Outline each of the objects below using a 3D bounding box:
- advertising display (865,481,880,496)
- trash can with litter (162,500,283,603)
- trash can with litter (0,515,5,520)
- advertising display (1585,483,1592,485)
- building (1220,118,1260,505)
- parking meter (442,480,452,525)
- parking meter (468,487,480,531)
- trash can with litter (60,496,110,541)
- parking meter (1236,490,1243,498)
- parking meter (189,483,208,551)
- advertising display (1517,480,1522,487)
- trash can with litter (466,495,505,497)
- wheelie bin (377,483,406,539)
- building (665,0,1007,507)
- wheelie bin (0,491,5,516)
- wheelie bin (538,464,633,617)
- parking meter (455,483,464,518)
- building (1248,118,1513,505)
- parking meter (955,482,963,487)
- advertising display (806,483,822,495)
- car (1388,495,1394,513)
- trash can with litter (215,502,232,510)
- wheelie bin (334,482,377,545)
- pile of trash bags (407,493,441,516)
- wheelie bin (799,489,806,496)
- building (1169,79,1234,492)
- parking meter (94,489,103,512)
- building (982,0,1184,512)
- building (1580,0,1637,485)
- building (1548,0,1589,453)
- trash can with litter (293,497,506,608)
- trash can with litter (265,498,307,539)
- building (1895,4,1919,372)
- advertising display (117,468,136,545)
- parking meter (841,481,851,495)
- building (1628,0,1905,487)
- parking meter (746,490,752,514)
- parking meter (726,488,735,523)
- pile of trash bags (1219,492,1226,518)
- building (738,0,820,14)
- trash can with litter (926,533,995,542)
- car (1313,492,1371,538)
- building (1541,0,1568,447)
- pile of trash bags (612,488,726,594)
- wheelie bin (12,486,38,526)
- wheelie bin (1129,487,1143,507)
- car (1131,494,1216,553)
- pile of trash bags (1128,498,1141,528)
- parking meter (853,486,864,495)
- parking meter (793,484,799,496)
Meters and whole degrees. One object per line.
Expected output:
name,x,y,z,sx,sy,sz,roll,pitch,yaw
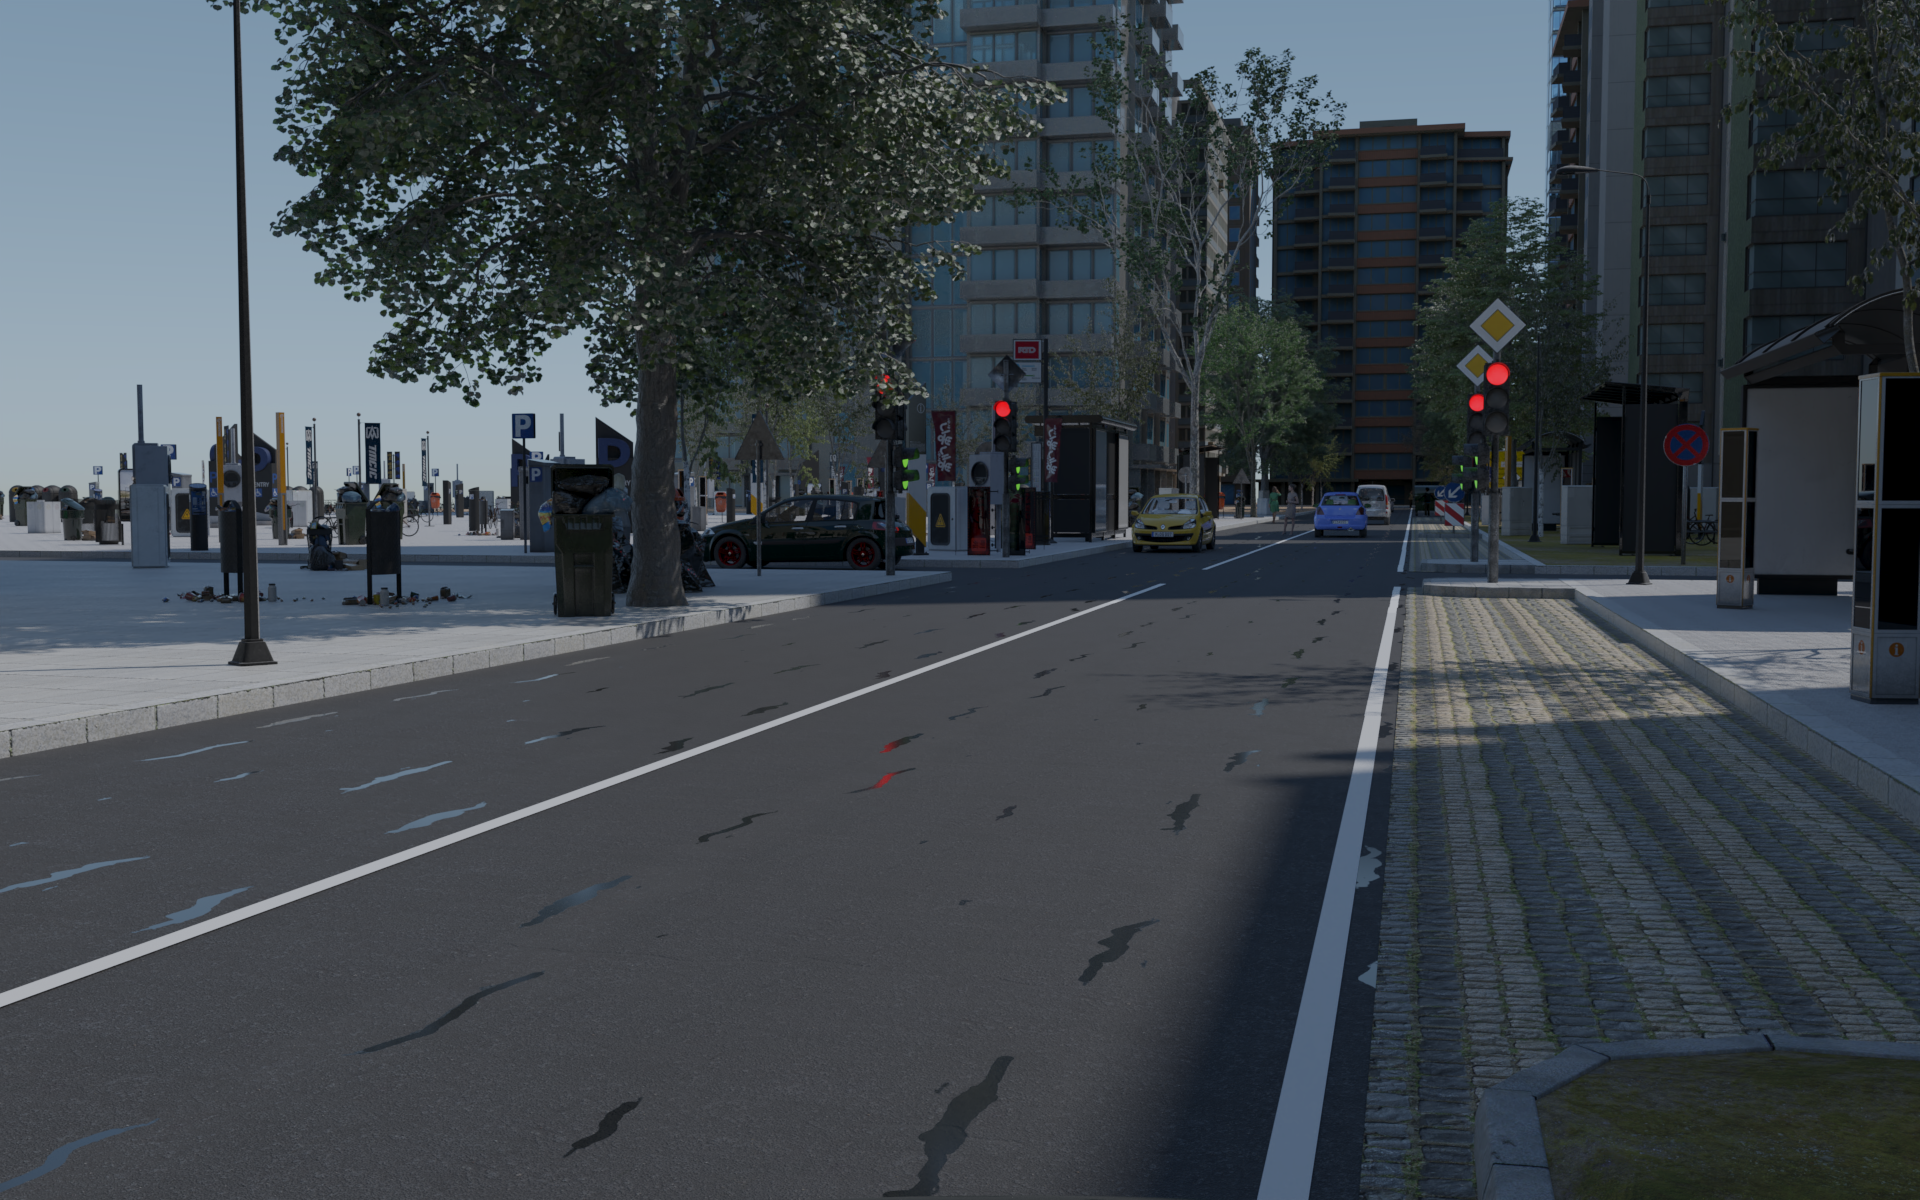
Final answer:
advertising display,-4.413,-4.927,85.771,0.974,1.923,0.123,-2,4,-23
trash can with litter,-8.891,-0.615,21.116,1.678,1.210,2.233,-3,5,-41
trash can with litter,-47.821,-4.540,85.612,1.055,1.170,0.624,0,4,-3
advertising display,36.604,-5.797,99.997,0.974,1.923,0.123,2,4,32
building,28.020,-34.077,207.262,14.200,45.320,14.600,1,4,15
parking meter,-21.595,-4.112,72.938,0.255,1.863,0.399,0,4,4
parking meter,-16.818,-3.152,59.948,0.372,1.533,0.369,0,3,0
trash can with litter,-24.190,-2.221,47.694,1.055,1.170,0.624,0,4,5
parking meter,15.935,-5.523,98.704,0.372,1.533,0.369,0,3,0
parking meter,-17.255,-1.886,39.255,0.372,1.533,0.369,0,3,0
advertising display,25.318,-4.428,77.611,0.974,1.923,0.123,-2,4,-24
trash can with litter,-14.848,-2.629,54.035,1.678,1.210,2.233,-2,4,-29
wheelie bin,-16.063,-2.506,48.883,0.693,1.594,0.980,1,4,18
building,-13.131,-33.834,172.793,30.456,49.044,23.786,1,4,15
wheelie bin,-55.620,-5.636,100.048,0.693,1.594,0.980,0,4,-1
wheelie bin,-3.939,-0.633,18.254,0.980,1.594,0.693,-1,4,-13
parking meter,-27.207,-5.409,94.151,0.255,1.863,0.399,3,5,42
building,49.859,-33.704,205.676,28.867,44.769,22.147,1,4,15
parking meter,-0.059,-5.004,87.521,0.399,1.863,0.255,3,5,41
advertising display,-8.478,-5.835,100.618,0.974,1.923,0.123,-2,4,-33
car,33.104,-7.574,136.197,2.083,1.381,4.827,1,4,16
trash can with litter,-22.362,-2.574,53.478,1.055,1.170,0.624,-3,5,-45
wheelie bin,-15.371,-2.191,43.732,0.980,1.594,0.693,3,5,44
pile of trash bags,-31.596,-5.515,99.917,3.447,1.369,1.912,0,4,7
wheelie bin,-9.379,-5.723,101.486,0.980,1.594,0.693,-2,4,-31
building,12.747,-28.793,162.644,23.993,40.220,32.217,1,4,15
parking meter,-40.531,-4.469,81.474,0.372,1.533,0.369,0,3,0
building,4.154,-31.025,126.867,23.786,49.044,30.456,1,4,15
building,55.830,-35.559,123.381,21.231,58.520,28.212,1,4,15
building,63.402,-30.382,151.373,22.147,44.769,28.867,1,4,15
trash can with litter,-6.500,-0.584,20.599,1.678,1.210,2.233,1,4,22
trash can with litter,-19.179,-2.319,49.302,0.624,1.170,1.055,2,4,29
building,38.021,-36.980,42.868,20.611,71.187,20.563,1,4,15
advertising display,-20.653,-2.349,43.618,0.974,1.923,0.123,-3,4,-36
parking meter,-5.066,-4.346,76.771,0.399,1.863,0.255,1,4,10
building,43.705,-19.719,94.101,14.160,30.474,14.107,1,4,15
parking meter,-13.472,-6.251,110.619,0.372,1.533,0.369,0,3,0
parking meter,-9.498,-3.875,71.768,0.372,1.533,0.369,0,3,0
pile of trash bags,13.202,-5.154,94.013,1.912,1.369,3.447,-2,4,-32
building,-16.099,-47.874,220.996,20.611,71.187,20.563,1,4,15
trash can with litter,0.181,-2.158,46.345,2.233,1.210,1.678,-1,4,-23
car,12.829,-2.976,58.250,1.945,1.707,3.694,1,4,14
building,78.828,-54.054,196.448,31.000,86.520,22.319,1,4,15
pile of trash bags,-4.284,-0.865,23.896,1.912,1.369,3.447,0,4,1
wheelie bin,-37.356,-3.755,69.303,0.693,1.594,0.980,1,4,16
wheelie bin,7.280,-3.998,73.282,0.980,1.594,0.693,2,4,24
car,5.424,-2.052,43.769,2.015,1.641,3.980,1,4,15
pile of trash bags,6.235,-3.527,67.415,1.912,1.369,3.447,0,4,7
parking meter,-3.309,-2.946,56.572,0.372,1.533,0.369,0,3,0
parking meter,-9.524,-5.772,100.085,0.399,1.863,0.255,3,5,44
